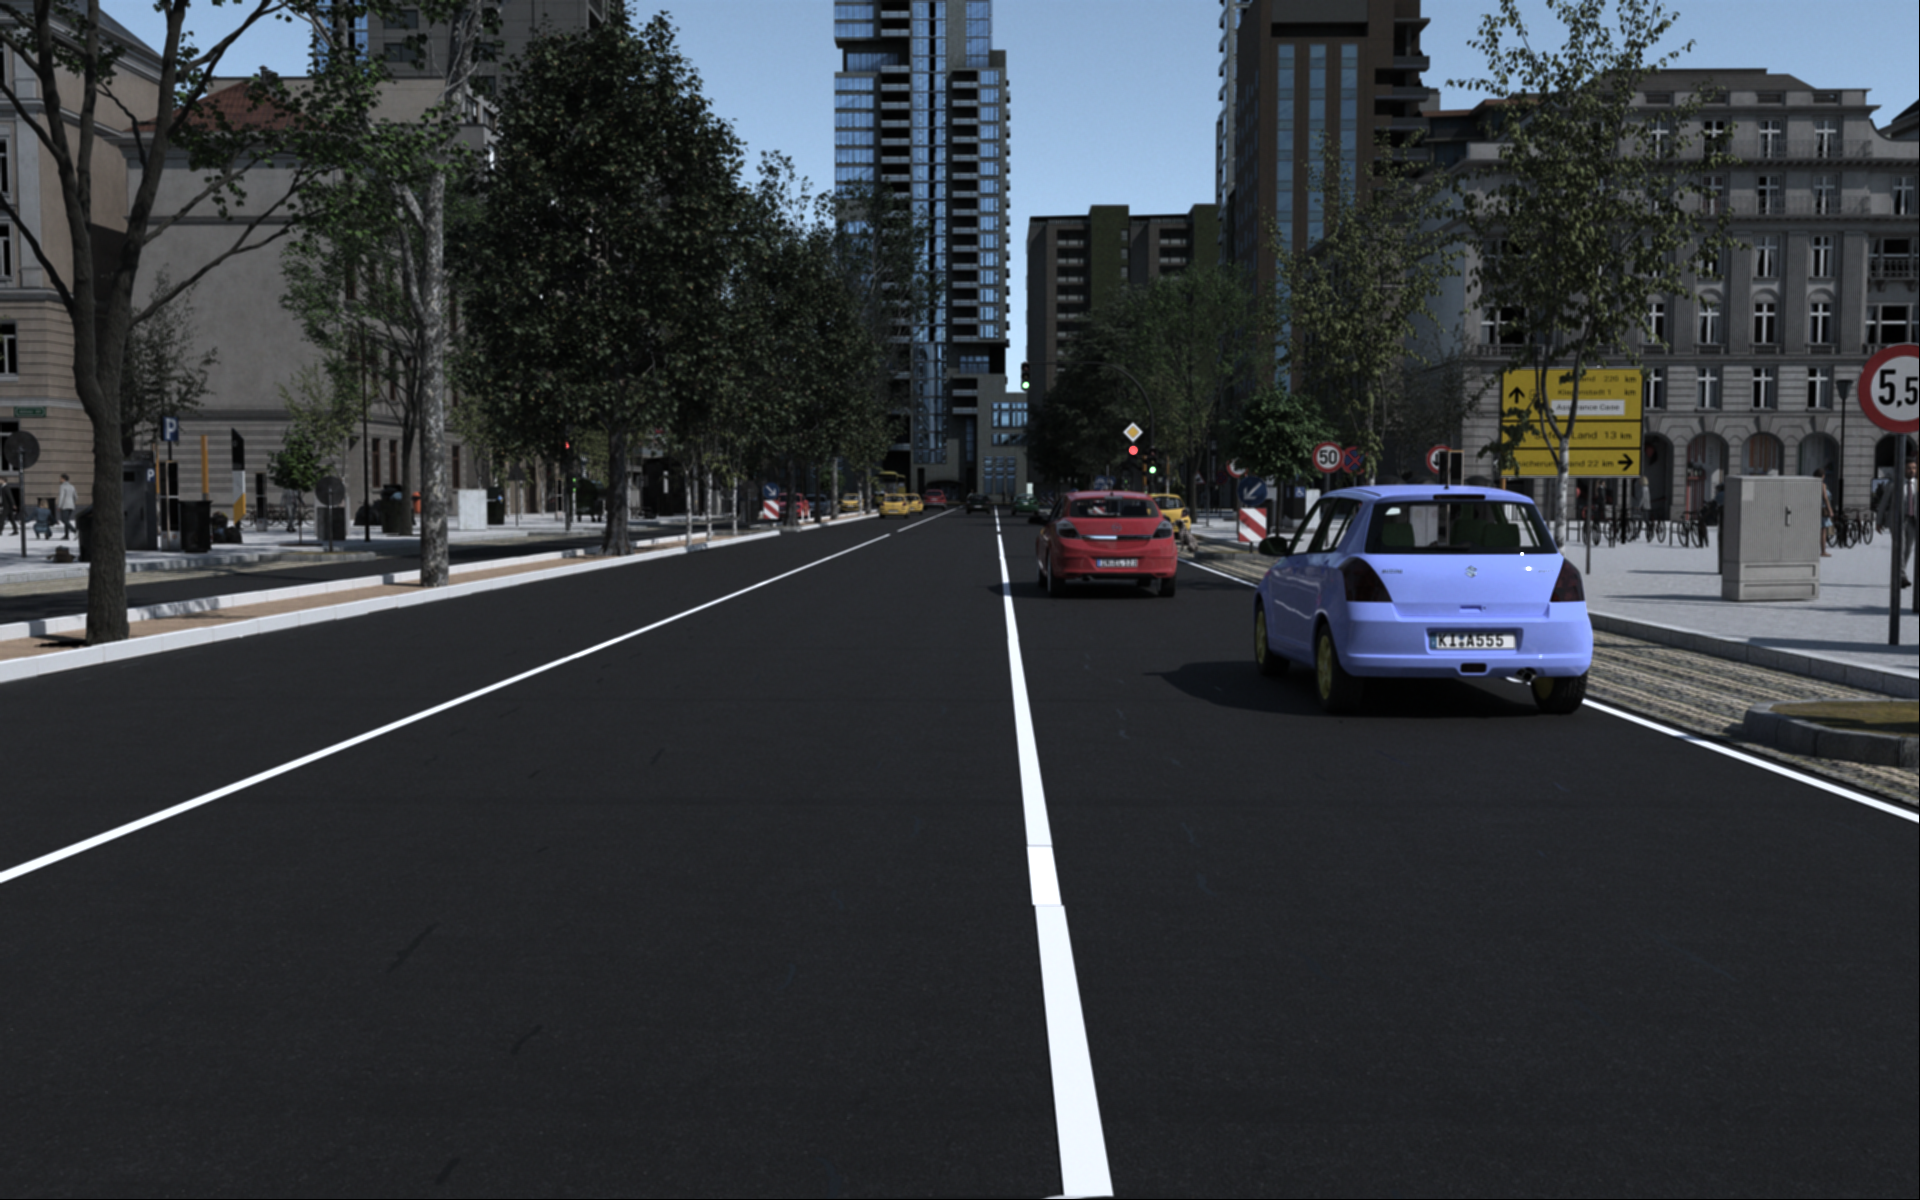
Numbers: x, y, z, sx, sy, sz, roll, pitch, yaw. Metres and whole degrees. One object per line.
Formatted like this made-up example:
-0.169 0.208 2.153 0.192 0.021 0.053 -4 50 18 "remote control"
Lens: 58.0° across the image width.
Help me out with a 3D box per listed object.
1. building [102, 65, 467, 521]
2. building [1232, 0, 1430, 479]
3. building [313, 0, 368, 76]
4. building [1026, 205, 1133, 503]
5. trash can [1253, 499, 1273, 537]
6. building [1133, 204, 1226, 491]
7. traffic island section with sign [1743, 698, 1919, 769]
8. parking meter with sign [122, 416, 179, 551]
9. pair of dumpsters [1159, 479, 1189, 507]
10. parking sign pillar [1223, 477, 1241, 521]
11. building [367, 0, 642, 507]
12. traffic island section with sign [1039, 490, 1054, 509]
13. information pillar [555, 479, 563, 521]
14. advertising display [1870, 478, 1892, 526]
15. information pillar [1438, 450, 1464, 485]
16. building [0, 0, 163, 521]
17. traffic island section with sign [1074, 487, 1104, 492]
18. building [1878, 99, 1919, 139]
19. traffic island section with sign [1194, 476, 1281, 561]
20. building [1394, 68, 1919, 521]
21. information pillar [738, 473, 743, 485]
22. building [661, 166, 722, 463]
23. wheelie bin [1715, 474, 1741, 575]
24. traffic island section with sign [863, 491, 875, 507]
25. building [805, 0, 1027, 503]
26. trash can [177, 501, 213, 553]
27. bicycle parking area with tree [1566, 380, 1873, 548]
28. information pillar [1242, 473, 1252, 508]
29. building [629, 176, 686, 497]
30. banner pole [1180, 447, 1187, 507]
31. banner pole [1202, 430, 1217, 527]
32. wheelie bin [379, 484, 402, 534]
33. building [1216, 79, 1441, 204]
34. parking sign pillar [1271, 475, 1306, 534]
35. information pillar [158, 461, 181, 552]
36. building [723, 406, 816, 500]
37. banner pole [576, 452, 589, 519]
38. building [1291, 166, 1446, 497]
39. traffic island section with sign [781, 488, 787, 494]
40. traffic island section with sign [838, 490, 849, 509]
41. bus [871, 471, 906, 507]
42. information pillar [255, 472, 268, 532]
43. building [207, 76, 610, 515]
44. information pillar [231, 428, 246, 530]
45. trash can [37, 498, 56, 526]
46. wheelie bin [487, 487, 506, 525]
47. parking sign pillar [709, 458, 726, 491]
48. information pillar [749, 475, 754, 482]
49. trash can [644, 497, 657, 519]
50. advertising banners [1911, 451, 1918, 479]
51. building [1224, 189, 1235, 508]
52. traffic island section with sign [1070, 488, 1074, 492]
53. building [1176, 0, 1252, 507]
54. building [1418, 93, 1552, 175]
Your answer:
-34.540 -15.688 92.649 11.583 22.565 21.152 0 4 1 "building"
31.870 -30.649 151.219 14.600 45.320 14.200 0 4 1 "building"
-57.454 -53.807 192.418 31.000 86.520 22.319 0 4 1 "building"
16.561 -34.456 246.947 14.086 41.232 14.154 0 4 1 "building"
9.044 -2.474 52.100 0.748 1.137 0.748 0 3 0 "trash can"
30.630 -34.397 245.986 14.086 41.232 14.154 0 4 1 "building"
5.629 -0.070 9.772 1.989 1.847 2.006 0 4 1 "traffic island section with sign"
-18.607 -2.626 39.197 1.738 3.016 0.543 1 4 10 "parking meter with sign"
13.906 -6.724 112.424 1.574 2.255 4.437 0 4 1 "pair of dumpsters"
13.206 -5.720 81.987 1.447 3.967 1.447 1 4 15 "parking sign pillar"
-38.486 -43.723 153.119 20.563 71.187 20.611 0 4 1 "building"
8.748 -9.836 169.443 1.989 1.847 2.006 0 4 1 "traffic island section with sign"
-19.352 -4.834 83.525 0.304 2.012 0.304 -2 4 -30 "information pillar"
36.952 -3.931 69.488 0.123 1.923 0.974 -1 4 -16 "advertising display"
8.294 -1.518 29.307 0.304 2.012 0.304 -1 4 -19 "information pillar"
-52.620 -18.459 87.708 20.117 28.700 13.634 0 4 1 "building"
7.253 -5.118 92.302 1.989 1.847 2.006 0 4 1 "traffic island section with sign"
57.328 -15.669 85.067 19.941 23.489 11.050 0 4 1 "building"
6.185 -1.795 37.973 1.989 1.847 2.006 0 4 1 "traffic island section with sign"
35.363 -15.002 87.079 24.055 21.916 13.314 0 4 1 "building"
-17.384 -8.859 136.196 0.183 3.616 0.504 0 4 5 "information pillar"
-34.817 -31.488 198.429 14.086 41.232 14.154 0 4 1 "building"
12.370 -1.203 27.573 0.693 1.594 0.980 1 4 21 "wheelie bin"
-10.634 -11.515 196.892 1.989 1.847 2.006 0 4 1 "traffic island section with sign"
-5.890 -57.359 250.493 31.000 86.520 22.319 0 4 1 "building"
-16.600 -1.587 37.606 0.748 1.137 0.748 0 3 0 "trash can"
19.711 -3.498 44.202 8.231 4.147 9.016 2 4 23 "bicycle parking area with tree"
9.210 -3.111 55.360 0.304 2.012 0.304 -1 4 -13 "information pillar"
-43.730 -29.649 176.636 32.217 40.220 23.993 0 4 1 "building"
11.814 -6.214 91.617 0.401 3.779 0.863 -1 4 -22 "banner pole"
9.776 -4.732 67.384 0.401 3.779 0.863 -2 4 -25 "banner pole"
-18.344 -2.946 56.067 0.980 1.594 0.693 1 4 14 "wheelie bin"
51.855 -43.250 249.141 28.212 58.520 21.231 0 4 1 "building"
10.929 -4.167 56.607 1.447 3.967 1.447 0 4 -5 "parking sign pillar"
-17.601 -2.085 38.577 0.304 2.012 0.304 2 4 33 "information pillar"
-36.115 -25.071 254.941 28.899 21.520 27.650 0 4 1 "building"
-19.763 -6.146 90.505 0.863 3.779 0.401 -2 4 -32 "banner pole"
28.812 -16.599 122.308 10.553 20.767 40.483 0 4 1 "building"
-12.124 -6.869 120.933 1.989 1.847 2.006 0 4 1 "traffic island section with sign"
-11.164 -9.860 169.841 1.989 1.847 2.006 0 4 1 "traffic island section with sign"
-7.687 -12.155 190.283 2.896 3.916 12.252 0 4 3 "bus"
-23.719 -3.321 58.795 0.304 2.012 0.304 -1 4 -9 "information pillar"
-37.538 -19.331 120.584 19.350 26.468 34.151 0 4 1 "building"
-25.452 -4.265 61.087 0.504 3.616 0.183 1 4 21 "information pillar"
-36.362 -3.506 68.973 0.748 1.137 0.748 0 3 0 "trash can"
-19.413 -3.938 72.300 0.980 1.594 0.693 1 4 20 "wheelie bin"
-17.162 -8.158 121.854 1.447 3.967 1.447 1 4 22 "parking sign pillar"
-16.172 -8.723 133.983 0.504 3.616 0.183 -2 4 -24 "information pillar"
-15.954 -4.747 89.263 0.748 1.137 0.748 0 3 0 "trash can"
38.548 -4.467 69.228 0.090 3.025 2.074 0 4 -1 "advertising banners"
32.171 -24.109 165.883 14.160 30.474 14.107 0 4 1 "building"
7.779 -6.783 119.524 1.989 1.847 2.006 0 4 1 "traffic island section with sign"
36.395 -53.452 186.606 22.319 86.520 31.000 0 4 1 "building"
63.985 -32.874 192.115 28.867 44.769 22.147 0 4 1 "building"
